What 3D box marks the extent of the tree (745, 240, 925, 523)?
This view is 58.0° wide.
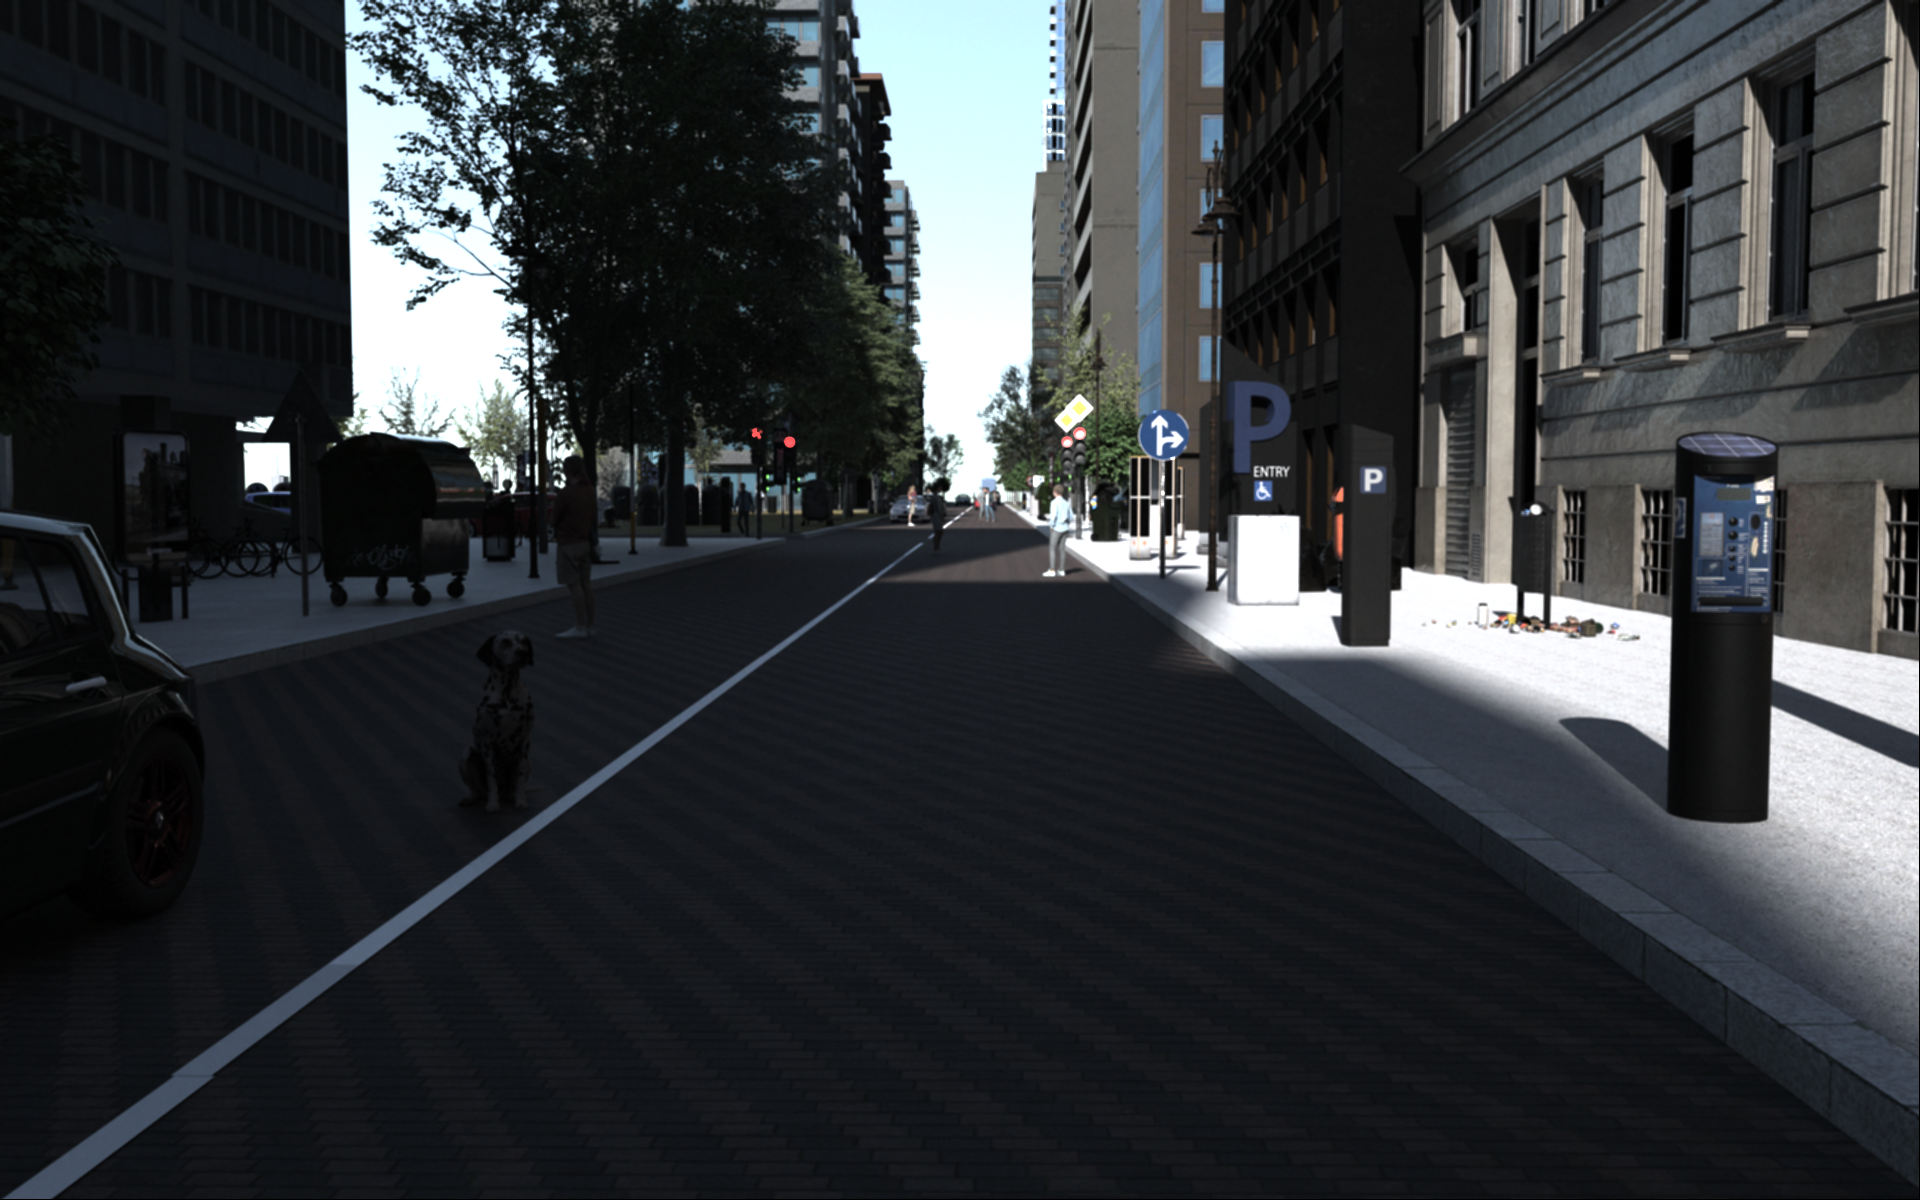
[{"bbox_3d":[-5.892,-9.747,77.486,7.486,12.596,7.792,0,3,0],"label":"tree"}]

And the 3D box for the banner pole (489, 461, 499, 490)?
[{"bbox_3d":[-34.593,-8.462,128.378,0.863,3.779,0.401,-2,4,-26],"label":"banner pole"}]

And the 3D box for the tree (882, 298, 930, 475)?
[{"bbox_3d":[-6.443,-11.729,98.420,9.857,13.997,8.962,0,3,0],"label":"tree"}]

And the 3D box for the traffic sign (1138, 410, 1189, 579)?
[{"bbox_3d":[3.080,-1.599,26.251,0.768,2.556,0.104,0,4,3],"label":"traffic sign"}]

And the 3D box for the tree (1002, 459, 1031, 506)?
[{"bbox_3d":[5.846,-9.725,142.711,4.285,4.588,4.351,0,3,0],"label":"tree"}]

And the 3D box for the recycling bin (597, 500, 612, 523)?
[{"bbox_3d":[-14.208,-3.417,68.417,0.722,1.027,0.722,1,4,16],"label":"recycling bin"}]

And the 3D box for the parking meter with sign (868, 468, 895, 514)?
[{"bbox_3d":[-5.191,-7.225,114.390,1.738,3.016,0.543,-1,4,-20],"label":"parking meter with sign"}]

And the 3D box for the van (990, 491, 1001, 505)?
[{"bbox_3d":[4.633,-13.914,234.509,2.013,2.044,4.112,0,4,-1],"label":"van"}]

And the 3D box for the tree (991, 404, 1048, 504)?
[{"bbox_3d":[7.366,-18.270,216.842,7.486,12.596,7.792,0,3,0],"label":"tree"}]

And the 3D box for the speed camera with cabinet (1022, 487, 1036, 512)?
[{"bbox_3d":[5.121,-7.987,124.919,0.660,3.252,2.038,-1,4,-21],"label":"speed camera with cabinet"}]

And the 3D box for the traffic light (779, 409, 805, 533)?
[{"bbox_3d":[-5.538,-4.159,56.921,0.839,4.253,0.868,0,4,1],"label":"traffic light"}]

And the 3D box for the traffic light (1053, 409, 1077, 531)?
[{"bbox_3d":[3.473,-4.151,56.784,0.839,4.253,0.868,0,4,1],"label":"traffic light"}]

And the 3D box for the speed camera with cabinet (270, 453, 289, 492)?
[{"bbox_3d":[-31.911,-5.417,82.910,2.038,3.252,0.660,0,4,7],"label":"speed camera with cabinet"}]

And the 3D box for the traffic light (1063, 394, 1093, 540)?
[{"bbox_3d":[3.336,-3.662,48.800,0.839,4.253,0.868,0,4,1],"label":"traffic light"}]

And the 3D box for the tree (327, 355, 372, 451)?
[{"bbox_3d":[-31.195,-8.319,86.382,4.737,8.622,4.395,0,3,0],"label":"tree"}]

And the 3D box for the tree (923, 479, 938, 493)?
[{"bbox_3d":[-3.970,-14.209,226.913,1.663,3.219,1.824,0,3,0],"label":"tree"}]

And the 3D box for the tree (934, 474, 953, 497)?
[{"bbox_3d":[-2.687,-18.020,278.335,4.285,4.588,4.351,0,3,0],"label":"tree"}]

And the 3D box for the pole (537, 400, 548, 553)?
[{"bbox_3d":[-9.033,-2.668,37.457,0.158,3.312,0.155,0,3,0],"label":"pole"}]

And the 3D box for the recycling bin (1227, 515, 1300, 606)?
[{"bbox_3d":[3.538,-0.469,20.224,0.722,1.027,0.722,0,4,-1],"label":"recycling bin"}]

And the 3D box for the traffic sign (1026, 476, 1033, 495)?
[{"bbox_3d":[4.996,-7.370,120.597,0.768,2.556,0.104,1,4,11],"label":"traffic sign"}]

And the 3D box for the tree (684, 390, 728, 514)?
[{"bbox_3d":[-16.993,-9.959,113.194,4.360,8.622,3.978,0,3,0],"label":"tree"}]

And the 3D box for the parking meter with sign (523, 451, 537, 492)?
[{"bbox_3d":[-17.217,-4.465,69.262,0.543,3.016,1.738,-1,4,-12],"label":"parking meter with sign"}]

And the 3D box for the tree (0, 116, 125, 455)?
[{"bbox_3d":[-7.921,-1.784,12.882,4.285,4.588,4.351,0,3,0],"label":"tree"}]

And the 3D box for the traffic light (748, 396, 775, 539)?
[{"bbox_3d":[-5.674,-3.671,48.938,0.839,4.253,0.868,0,4,1],"label":"traffic light"}]

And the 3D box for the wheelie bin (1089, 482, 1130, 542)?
[{"bbox_3d":[3.973,-2.377,46.770,0.980,1.594,0.693,-3,5,-45],"label":"wheelie bin"}]

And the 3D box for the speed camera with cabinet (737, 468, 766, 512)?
[{"bbox_3d":[-15.035,-7.981,124.824,2.038,3.252,0.660,1,4,8],"label":"speed camera with cabinet"}]

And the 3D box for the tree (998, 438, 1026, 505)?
[{"bbox_3d":[6.472,-15.540,204.447,4.360,8.622,3.978,0,3,0],"label":"tree"}]

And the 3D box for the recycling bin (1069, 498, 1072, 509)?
[{"bbox_3d":[7.102,-6.248,114.712,0.722,1.027,0.722,2,4,30],"label":"recycling bin"}]

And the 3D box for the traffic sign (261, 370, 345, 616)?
[{"bbox_3d":[-6.890,-1.111,18.164,0.884,2.594,0.081,0,4,2],"label":"traffic sign"}]

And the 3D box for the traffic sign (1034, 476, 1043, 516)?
[{"bbox_3d":[4.436,-5.818,97.258,0.606,2.300,0.079,1,4,10],"label":"traffic sign"}]

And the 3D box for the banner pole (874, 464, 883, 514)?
[{"bbox_3d":[-5.123,-7.318,109.671,0.863,3.779,0.401,2,4,32],"label":"banner pole"}]

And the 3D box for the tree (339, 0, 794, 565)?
[{"bbox_3d":[-6.882,-6.461,31.386,9.928,11.665,9.643,0,3,0],"label":"tree"}]

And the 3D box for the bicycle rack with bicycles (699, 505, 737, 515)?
[{"bbox_3d":[-14.578,-5.533,103.843,2.925,0.926,2.852,0,4,-2],"label":"bicycle rack with bicycles"}]

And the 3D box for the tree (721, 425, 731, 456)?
[{"bbox_3d":[-18.139,-10.408,120.525,4.737,8.622,4.395,0,3,0],"label":"tree"}]

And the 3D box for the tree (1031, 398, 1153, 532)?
[{"bbox_3d":[5.251,-4.632,59.441,4.285,4.588,4.351,0,3,0],"label":"tree"}]

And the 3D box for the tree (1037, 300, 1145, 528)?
[{"bbox_3d":[4.865,-7.036,65.393,4.737,8.622,4.395,0,3,0],"label":"tree"}]

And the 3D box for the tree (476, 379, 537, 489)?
[{"bbox_3d":[-28.951,-9.828,111.046,4.360,8.622,3.978,0,3,0],"label":"tree"}]

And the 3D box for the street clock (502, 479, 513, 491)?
[{"bbox_3d":[-22.102,-4.896,84.619,0.471,2.002,0.358,2,4,25],"label":"street clock"}]

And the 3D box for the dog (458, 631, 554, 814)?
[{"bbox_3d":[-2.068,0.535,8.083,0.513,0.831,0.800,1,4,14],"label":"dog"}]

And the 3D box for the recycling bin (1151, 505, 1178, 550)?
[{"bbox_3d":[4.560,-1.667,39.816,0.722,1.027,0.722,2,4,28],"label":"recycling bin"}]

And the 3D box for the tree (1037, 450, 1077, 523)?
[{"bbox_3d":[4.484,-5.018,76.645,1.663,3.219,1.824,0,3,0],"label":"tree"}]

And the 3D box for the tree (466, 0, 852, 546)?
[{"bbox_3d":[-7.100,-8.316,42.614,9.857,13.997,8.962,0,3,0],"label":"tree"}]

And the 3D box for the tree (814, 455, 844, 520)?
[{"bbox_3d":[-6.489,-5.628,86.620,1.663,3.219,1.824,0,3,0],"label":"tree"}]

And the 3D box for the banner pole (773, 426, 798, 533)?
[{"bbox_3d":[-5.834,-4.141,57.729,0.863,3.779,0.401,0,4,5],"label":"banner pole"}]

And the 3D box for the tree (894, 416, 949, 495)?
[{"bbox_3d":[-4.703,-16.160,198.631,7.601,10.594,8.767,0,4,5],"label":"tree"}]

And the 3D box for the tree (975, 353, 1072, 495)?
[{"bbox_3d":[4.990,-10.991,114.114,8.767,10.594,7.601,0,4,8],"label":"tree"}]

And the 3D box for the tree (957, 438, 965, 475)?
[{"bbox_3d":[-2.643,-22.120,287.422,9.928,11.665,9.643,0,3,0],"label":"tree"}]

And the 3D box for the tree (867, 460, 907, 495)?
[{"bbox_3d":[-5.901,-9.481,138.731,4.285,4.588,4.351,0,3,0],"label":"tree"}]

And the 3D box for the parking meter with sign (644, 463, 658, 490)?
[{"bbox_3d":[-16.933,-6.193,97.523,1.738,3.016,0.543,2,4,28],"label":"parking meter with sign"}]

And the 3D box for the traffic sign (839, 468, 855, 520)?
[{"bbox_3d":[-5.541,-5.182,84.834,0.768,2.556,0.104,0,4,8],"label":"traffic sign"}]

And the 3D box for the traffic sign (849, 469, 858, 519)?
[{"bbox_3d":[-5.599,-5.420,88.726,0.768,2.556,0.104,0,4,8],"label":"traffic sign"}]
